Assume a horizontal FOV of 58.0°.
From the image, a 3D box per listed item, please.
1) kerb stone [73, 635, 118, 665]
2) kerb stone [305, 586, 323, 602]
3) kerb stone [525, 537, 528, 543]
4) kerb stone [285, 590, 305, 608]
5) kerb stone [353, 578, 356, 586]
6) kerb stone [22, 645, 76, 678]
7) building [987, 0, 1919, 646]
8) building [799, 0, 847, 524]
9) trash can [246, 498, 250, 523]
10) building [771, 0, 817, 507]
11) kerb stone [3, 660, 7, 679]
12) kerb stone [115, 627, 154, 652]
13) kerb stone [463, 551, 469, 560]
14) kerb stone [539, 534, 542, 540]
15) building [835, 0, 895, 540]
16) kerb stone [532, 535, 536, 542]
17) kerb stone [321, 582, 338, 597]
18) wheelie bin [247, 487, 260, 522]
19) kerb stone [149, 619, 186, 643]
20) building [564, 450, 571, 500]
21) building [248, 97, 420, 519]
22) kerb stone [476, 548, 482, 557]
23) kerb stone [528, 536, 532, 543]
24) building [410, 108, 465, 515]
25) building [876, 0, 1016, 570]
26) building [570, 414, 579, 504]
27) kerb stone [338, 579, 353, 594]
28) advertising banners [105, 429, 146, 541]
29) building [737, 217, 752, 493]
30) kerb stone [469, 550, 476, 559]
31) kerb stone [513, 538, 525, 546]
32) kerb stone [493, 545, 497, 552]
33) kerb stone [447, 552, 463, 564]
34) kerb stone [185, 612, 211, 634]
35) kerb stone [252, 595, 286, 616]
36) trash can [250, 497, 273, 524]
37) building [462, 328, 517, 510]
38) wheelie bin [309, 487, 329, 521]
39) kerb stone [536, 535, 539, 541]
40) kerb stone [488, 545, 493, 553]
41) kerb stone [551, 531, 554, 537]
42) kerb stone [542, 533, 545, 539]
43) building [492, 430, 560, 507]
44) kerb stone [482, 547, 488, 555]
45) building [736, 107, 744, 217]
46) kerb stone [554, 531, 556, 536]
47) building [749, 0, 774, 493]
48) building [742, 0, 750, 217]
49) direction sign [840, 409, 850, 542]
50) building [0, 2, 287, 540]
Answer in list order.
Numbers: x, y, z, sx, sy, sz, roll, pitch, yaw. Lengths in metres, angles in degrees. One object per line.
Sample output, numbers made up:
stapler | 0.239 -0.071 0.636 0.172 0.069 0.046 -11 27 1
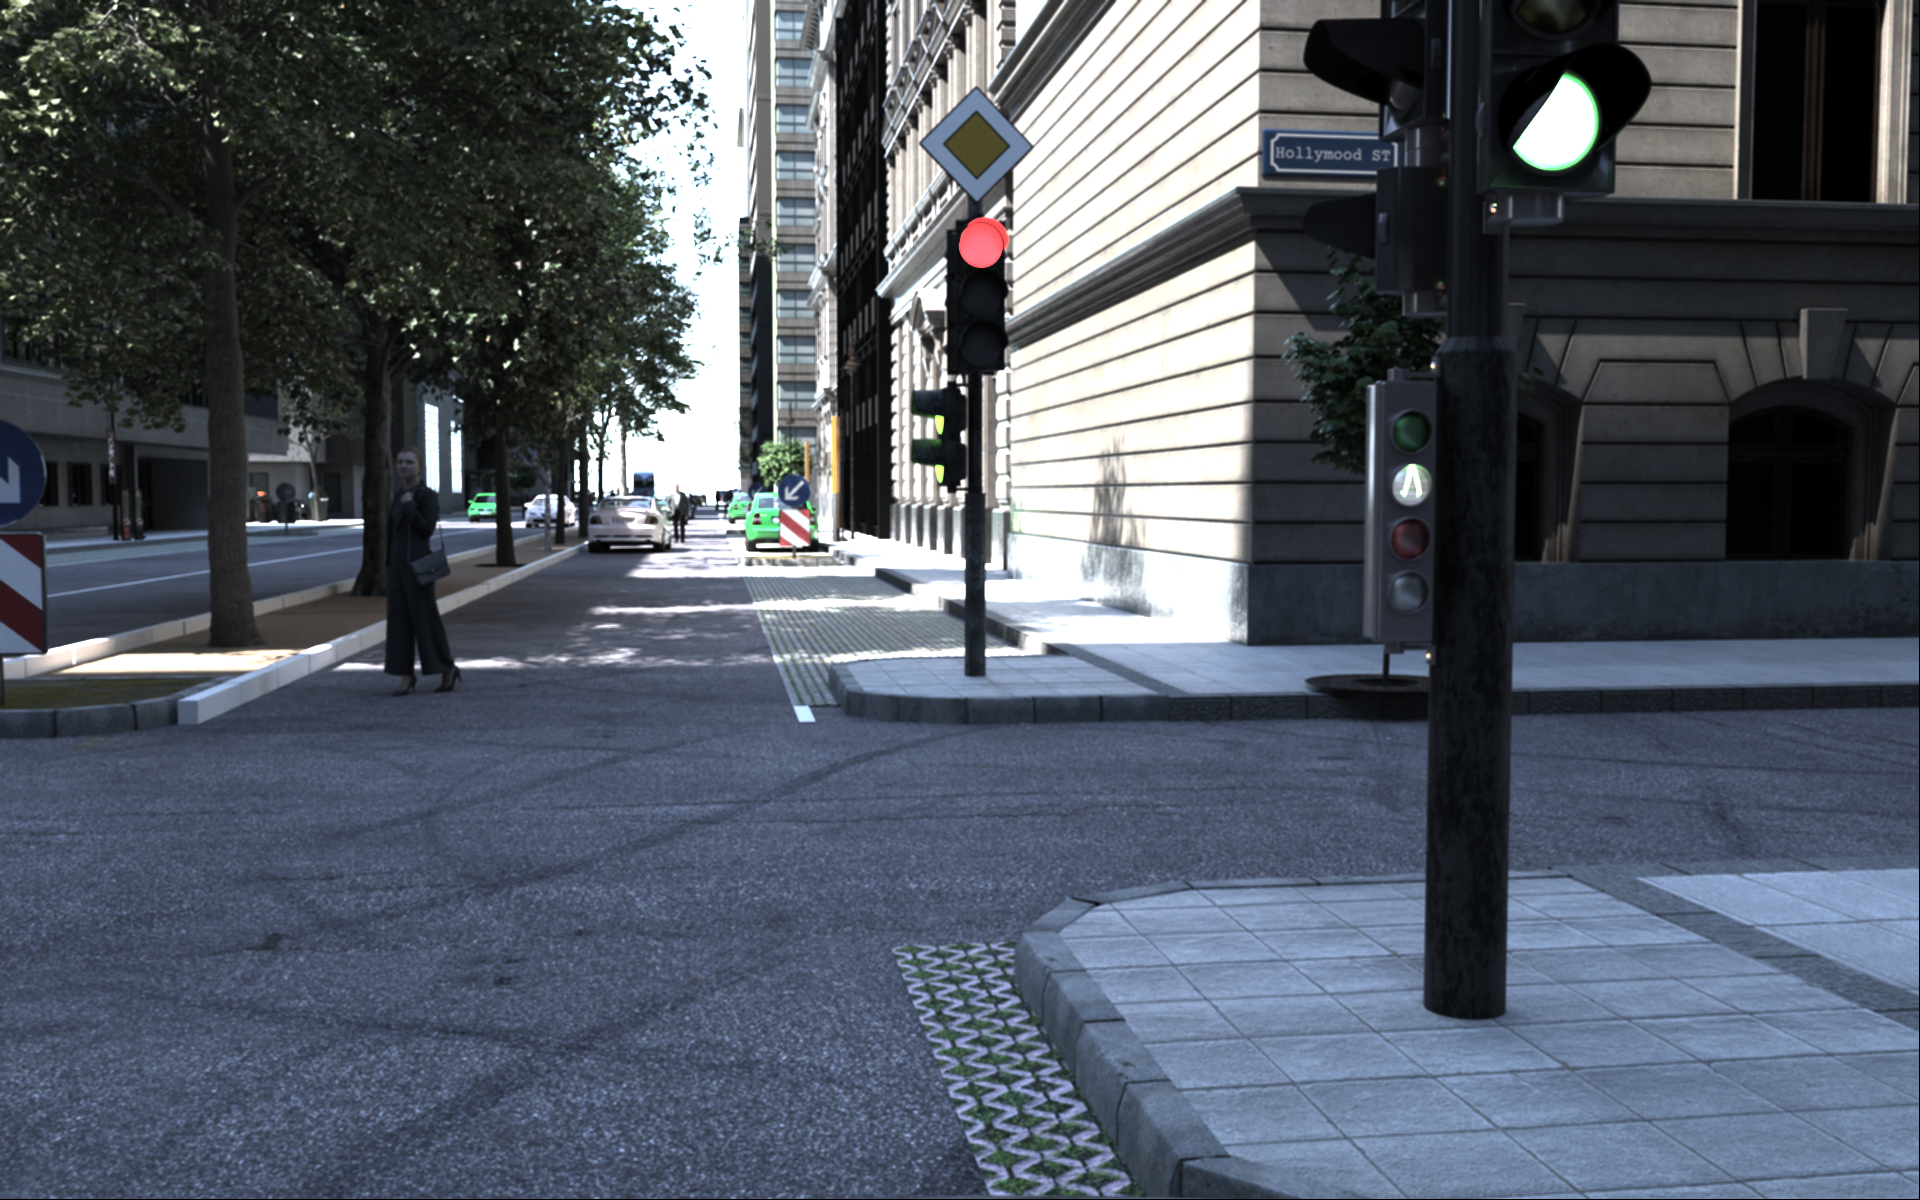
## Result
kerb stone | -7.529 0.442 14.962 0.120 0.150 1.000 -1 4 -8
kerb stone | -8.703 -0.050 23.080 0.120 0.150 1.000 -1 4 -8
kerb stone | -12.529 -1.670 49.495 0.120 0.150 1.000 -1 4 -8
kerb stone | -8.557 0.008 22.068 0.120 0.150 1.000 -1 4 -8
kerb stone | -9.152 -0.238 26.130 0.120 0.150 1.000 -1 4 -8
kerb stone | -7.386 0.505 13.942 0.120 0.150 1.000 -1 4 -8
building | 18.447 -12.372 21.362 34.723 24.649 14.460 -1 4 -8
building | 0.441 -17.663 76.187 14.401 28.519 23.554 -1 4 -8
trash can | -31.495 -3.967 76.518 0.748 1.137 0.748 0 3 0
building | -4.171 -25.643 102.850 14.154 41.232 14.086 -1 4 -8
kerb stone | -7.239 0.567 12.931 0.120 0.150 1.000 -1 4 -8
kerb stone | -7.680 0.382 15.973 0.120 0.150 1.000 -1 4 -8
kerb stone | -10.757 -0.925 37.315 0.120 0.150 1.000 -1 4 -8
kerb stone | -13.104 -1.918 53.548 0.120 0.150 1.000 -1 4 -8
building | 2.672 -13.879 56.595 12.332 23.373 15.834 -1 4 -8
kerb stone | -12.810 -1.794 51.522 0.120 0.150 1.000 -1 4 -8
kerb stone | -8.856 -0.116 24.095 0.120 0.150 1.000 -1 4 -8
wheelie bin | -32.181 -4.319 78.521 0.980 1.594 0.693 0 4 -3
kerb stone | -7.828 0.319 16.984 0.120 0.150 1.000 -1 4 -8
building | -52.956 -26.233 200.614 14.160 30.474 14.107 -1 4 -8
building | -36.912 -19.501 90.541 14.160 30.474 14.107 -1 4 -8
kerb stone | -11.056 -1.049 39.354 0.120 0.150 1.000 -1 4 -8
kerb stone | -12.661 -1.728 50.508 0.120 0.150 1.000 -1 4 -8
building | -43.969 -48.800 110.560 22.319 86.520 31.000 -1 4 -8
building | 4.146 -12.804 38.224 11.050 23.489 19.941 -1 4 -8
building | -59.828 -34.645 221.069 22.147 44.769 28.867 -1 4 -8
kerb stone | -8.999 -0.178 25.113 0.120 0.150 1.000 -1 4 -8
advertising banners | -22.848 -3.132 47.403 0.090 3.025 2.074 0 4 0
building | -16.371 -25.156 182.998 14.160 30.474 14.107 -1 4 -8
kerb stone | -10.906 -0.988 38.343 0.120 0.150 1.000 -1 4 -8
kerb stone | -12.365 -1.604 48.486 0.120 0.150 1.000 -1 4 -8
kerb stone | -11.493 -1.235 42.395 0.120 0.150 1.000 -1 4 -8
kerb stone | -10.607 -0.862 36.297 0.120 0.150 1.000 -1 4 -8
kerb stone | -7.970 0.261 18.007 0.120 0.150 1.000 -1 4 -8
kerb stone | -8.414 0.072 21.048 0.120 0.150 1.000 -1 4 -8
trash can | -30.255 -3.894 75.317 0.748 1.137 0.748 0 3 0
building | -51.399 -33.699 140.215 28.713 52.752 27.495 -1 4 -8
wheelie bin | -30.083 -4.482 81.187 0.693 1.594 0.980 1 4 21
kerb stone | -12.951 -1.856 52.538 0.120 0.150 1.000 -1 4 -8
kerb stone | -11.349 -1.174 41.383 0.120 0.150 1.000 -1 4 -8
kerb stone | -13.683 -2.166 57.616 0.120 0.150 1.000 -1 4 -8
kerb stone | -13.242 -1.978 54.570 0.120 0.150 1.000 -1 4 -8
building | -53.432 -38.921 178.351 21.231 58.520 28.212 -1 4 -8
kerb stone | -11.199 -1.108 40.373 0.120 0.150 1.000 -1 4 -8
building | -15.280 -39.346 232.552 28.713 52.752 27.495 -1 4 -8
kerb stone | -13.983 -2.290 59.641 0.120 0.150 1.000 -1 4 -8
building | -7.450 -32.320 152.135 21.300 48.544 21.600 -1 4 -8
building | -14.787 -40.472 203.709 21.231 58.520 28.212 -1 4 -8
direction sign | -3.144 -3.326 46.378 0.379 3.537 0.876 0 4 2
building | -31.474 -14.275 52.457 14.314 24.678 30.058 -1 4 -8
